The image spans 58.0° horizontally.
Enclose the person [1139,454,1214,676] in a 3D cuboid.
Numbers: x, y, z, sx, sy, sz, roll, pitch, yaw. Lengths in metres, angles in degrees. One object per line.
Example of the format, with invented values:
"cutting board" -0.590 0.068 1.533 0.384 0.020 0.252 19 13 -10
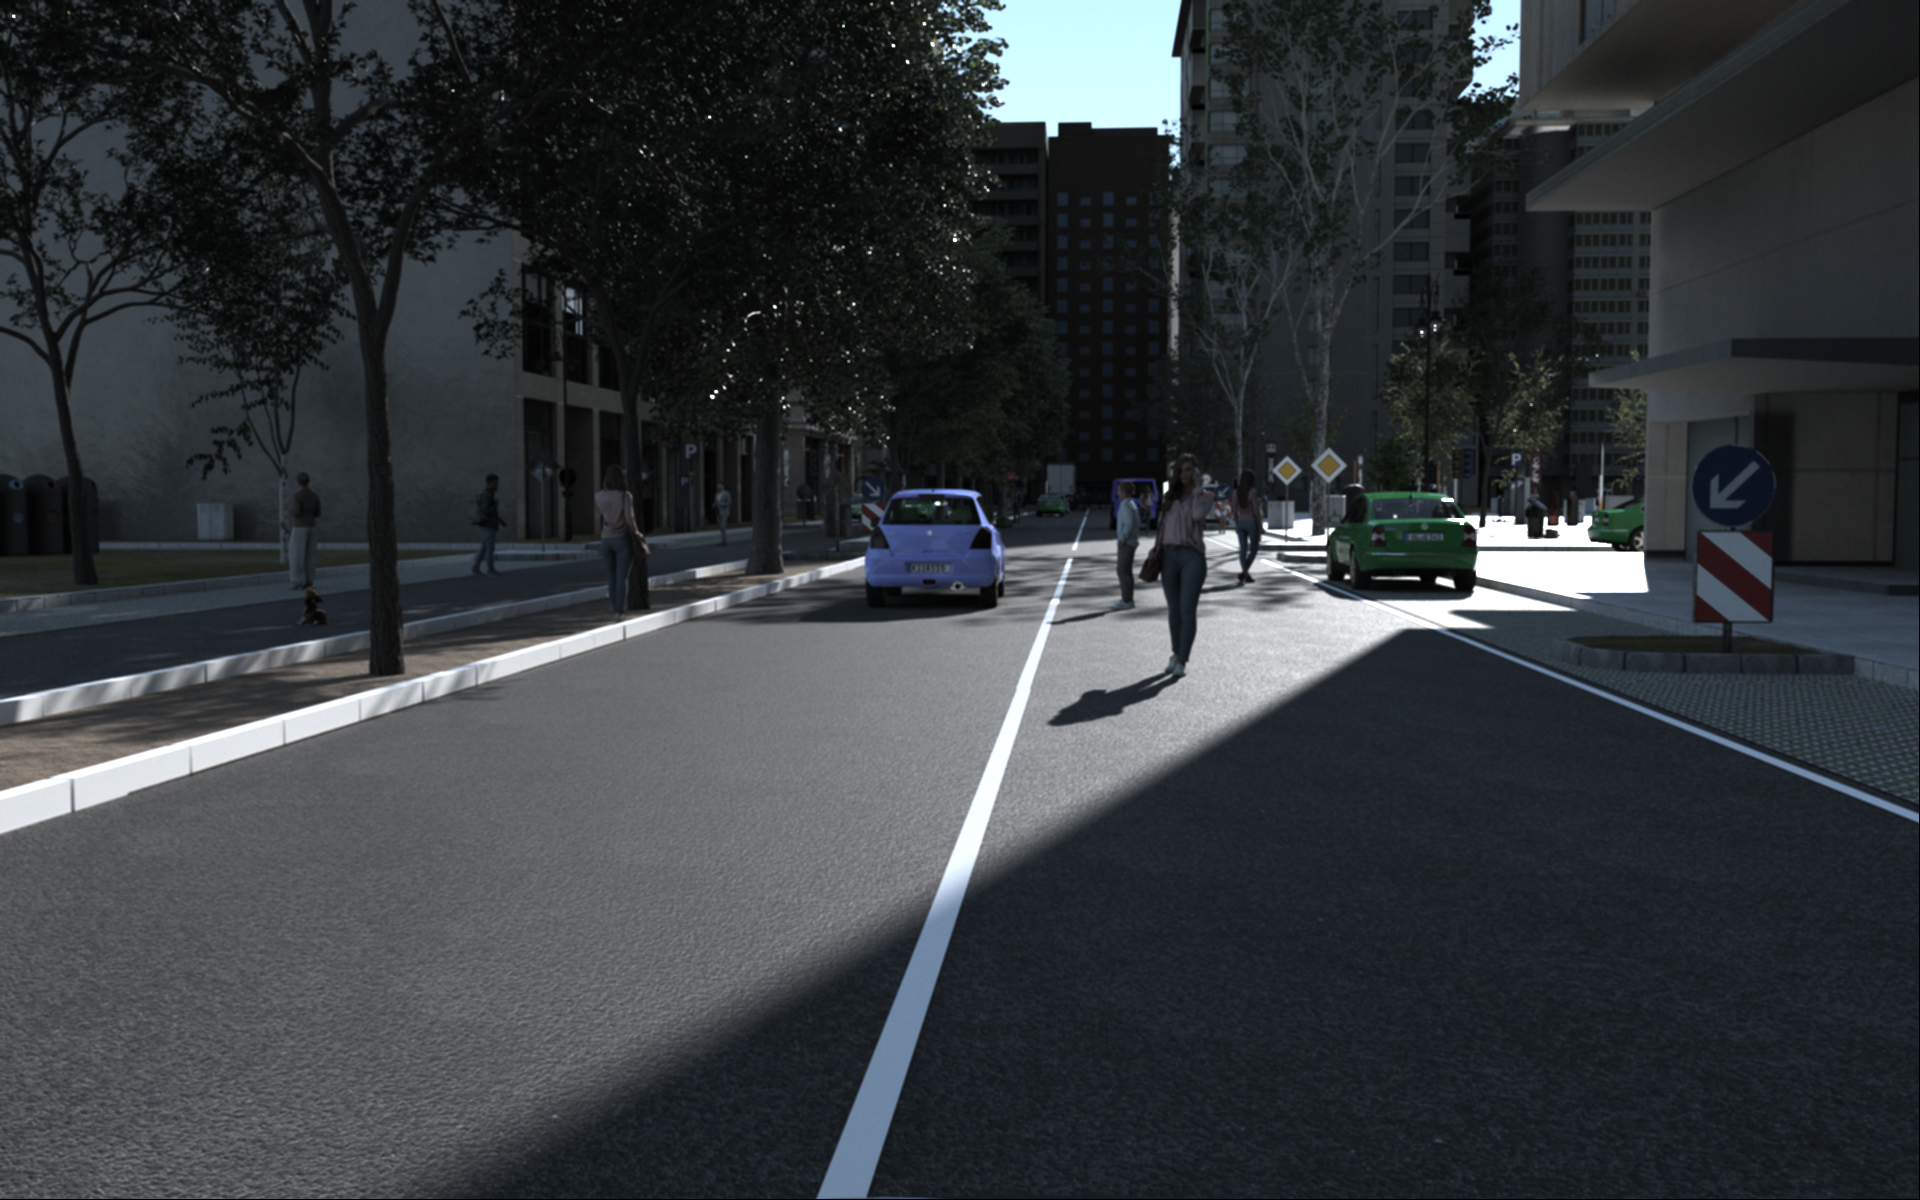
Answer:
"person" 1.769 -0.289 13.821 0.593 1.750 0.643 2 4 32

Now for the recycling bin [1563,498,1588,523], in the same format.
"recycling bin" 27.479 -3.972 77.491 0.722 1.027 0.722 0 4 -1

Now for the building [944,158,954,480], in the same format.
"building" -7.751 -30.938 189.428 14.086 41.232 14.154 0 4 4

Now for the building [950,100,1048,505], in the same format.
"building" 0.419 -36.243 216.274 21.600 48.544 21.300 0 4 4

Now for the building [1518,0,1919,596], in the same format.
"building" 23.111 -26.246 18.354 28.713 52.752 27.495 0 4 4

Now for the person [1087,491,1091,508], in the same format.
"person" 13.780 -10.712 184.435 0.445 1.727 0.742 0 4 1

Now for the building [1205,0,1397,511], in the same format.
"building" 26.366 -27.782 137.837 14.154 41.232 14.086 0 4 4

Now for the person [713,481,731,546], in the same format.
"person" -6.666 -2.408 48.065 0.606 1.804 0.583 2 4 34

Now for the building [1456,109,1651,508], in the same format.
"building" 63.046 -29.512 174.410 23.993 40.220 32.217 0 4 4

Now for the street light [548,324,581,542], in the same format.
"street light" -10.585 -4.508 46.498 0.468 5.910 1.993 0 4 4

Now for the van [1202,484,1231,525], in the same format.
"van" 10.407 -4.023 72.790 2.013 2.044 4.112 0 4 5

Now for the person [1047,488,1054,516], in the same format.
"person" 6.025 -6.527 114.987 0.659 1.850 0.755 1 4 20

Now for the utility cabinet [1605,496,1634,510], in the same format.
"utility cabinet" 25.484 -3.413 66.963 1.020 1.237 0.306 0 4 1

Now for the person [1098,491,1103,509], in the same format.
"person" 13.174 -9.356 162.176 0.721 1.736 1.217 1 4 18

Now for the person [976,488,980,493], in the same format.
"person" 1.385 -7.529 131.230 0.705 1.869 1.348 -1 4 -15

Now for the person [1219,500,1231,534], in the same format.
"person" 9.490 -2.964 61.979 0.505 1.210 0.382 2 4 26

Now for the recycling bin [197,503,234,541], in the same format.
"recycling bin" -20.377 -2.132 47.417 0.722 1.027 0.722 0 4 -2

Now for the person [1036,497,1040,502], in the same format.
"person" 6.809 -8.266 146.882 0.697 1.427 0.421 1 4 10

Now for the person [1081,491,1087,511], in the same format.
"person" 10.331 -8.271 144.538 0.445 1.727 0.742 1 4 20

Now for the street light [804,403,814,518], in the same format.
"street light" -7.435 -6.962 86.610 0.468 5.910 1.993 0 4 4

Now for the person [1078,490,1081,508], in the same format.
"person" 12.388 -10.535 180.768 0.705 1.821 1.348 1 4 13

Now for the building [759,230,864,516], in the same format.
"building" -13.307 -15.313 101.271 10.553 20.767 40.483 0 4 4

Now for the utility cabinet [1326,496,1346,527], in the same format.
"utility cabinet" 14.374 -3.412 66.947 1.020 1.237 0.306 3 4 36

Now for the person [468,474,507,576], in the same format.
"person" -8.189 -1.300 30.109 0.721 1.781 0.623 -2 4 -27

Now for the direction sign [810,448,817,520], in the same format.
"direction sign" -7.186 -5.670 84.698 0.379 3.537 0.876 1 4 15

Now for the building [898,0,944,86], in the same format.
"building" -13.038 -32.958 162.572 21.300 48.544 21.600 0 4 4

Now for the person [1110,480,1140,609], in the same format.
"person" 2.089 -0.701 21.767 0.330 1.601 0.589 2 4 26

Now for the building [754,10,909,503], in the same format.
"building" -16.193 -31.628 136.733 23.786 49.044 30.456 0 4 4

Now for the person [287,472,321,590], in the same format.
"person" -9.823 -1.030 25.889 0.362 1.759 0.519 2 4 29

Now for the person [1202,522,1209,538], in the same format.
"person" 6.564 -2.134 48.890 1.012 1.151 0.738 0 4 0

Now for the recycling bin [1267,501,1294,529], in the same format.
"recycling bin" 11.795 -3.126 63.659 0.722 1.027 0.722 -3 5 -41

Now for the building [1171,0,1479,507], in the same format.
"building" 36.725 -36.061 178.833 28.713 52.752 27.495 0 4 4

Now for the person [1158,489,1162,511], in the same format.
"person" 16.316 -8.171 142.108 0.705 1.823 1.348 -1 4 -11

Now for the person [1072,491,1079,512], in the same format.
"person" 9.081 -7.730 136.359 0.593 1.643 0.415 0 4 -3

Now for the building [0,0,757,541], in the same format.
"building" -20.394 -15.888 64.286 19.350 26.468 34.151 0 4 4

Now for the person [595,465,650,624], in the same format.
"person" -3.727 -0.599 18.882 0.593 1.750 0.643 1 4 17

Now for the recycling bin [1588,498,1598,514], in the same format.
"recycling bin" 41.410 -6.166 113.360 0.722 1.027 0.722 -2 4 -34

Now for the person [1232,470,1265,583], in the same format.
"person" 4.673 -1.192 28.007 0.555 1.821 0.388 2 4 31

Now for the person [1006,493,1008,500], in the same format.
"person" 3.473 -7.757 136.043 0.721 1.735 1.217 3 4 36

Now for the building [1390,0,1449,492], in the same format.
"building" 30.944 -43.787 154.169 20.563 71.187 20.611 0 4 4

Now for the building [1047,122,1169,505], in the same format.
"building" 17.995 -34.336 211.500 14.200 45.320 14.600 0 4 4

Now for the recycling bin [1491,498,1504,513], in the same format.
"recycling bin" 36.151 -6.346 116.311 0.722 1.027 0.722 -3 5 -41

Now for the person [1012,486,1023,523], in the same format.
"person" 2.804 -4.650 84.711 0.419 1.800 0.721 -3 4 -37

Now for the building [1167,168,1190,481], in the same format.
"building" 32.321 -32.185 209.815 14.086 41.232 14.154 0 4 4

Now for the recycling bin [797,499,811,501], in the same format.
"recycling bin" -8.088 -4.780 90.714 0.722 1.027 0.722 -1 4 -20

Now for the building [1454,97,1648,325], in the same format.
"building" 69.049 -36.202 211.512 30.456 49.044 23.786 0 4 4

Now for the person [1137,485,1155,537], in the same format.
"person" 6.196 -3.018 58.441 0.593 1.750 0.643 -3 5 -40

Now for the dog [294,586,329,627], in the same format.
"dog" -7.202 0.068 19.079 0.550 0.427 0.748 1 4 10

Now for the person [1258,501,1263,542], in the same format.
"person" 8.212 -2.121 47.860 0.332 1.250 0.352 2 4 24

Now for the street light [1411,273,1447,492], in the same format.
"street light" 9.803 -3.886 36.326 0.468 5.910 1.993 0 4 4

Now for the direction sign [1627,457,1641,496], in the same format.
"direction sign" 41.399 -6.998 106.420 0.876 3.537 0.379 -1 4 -13
